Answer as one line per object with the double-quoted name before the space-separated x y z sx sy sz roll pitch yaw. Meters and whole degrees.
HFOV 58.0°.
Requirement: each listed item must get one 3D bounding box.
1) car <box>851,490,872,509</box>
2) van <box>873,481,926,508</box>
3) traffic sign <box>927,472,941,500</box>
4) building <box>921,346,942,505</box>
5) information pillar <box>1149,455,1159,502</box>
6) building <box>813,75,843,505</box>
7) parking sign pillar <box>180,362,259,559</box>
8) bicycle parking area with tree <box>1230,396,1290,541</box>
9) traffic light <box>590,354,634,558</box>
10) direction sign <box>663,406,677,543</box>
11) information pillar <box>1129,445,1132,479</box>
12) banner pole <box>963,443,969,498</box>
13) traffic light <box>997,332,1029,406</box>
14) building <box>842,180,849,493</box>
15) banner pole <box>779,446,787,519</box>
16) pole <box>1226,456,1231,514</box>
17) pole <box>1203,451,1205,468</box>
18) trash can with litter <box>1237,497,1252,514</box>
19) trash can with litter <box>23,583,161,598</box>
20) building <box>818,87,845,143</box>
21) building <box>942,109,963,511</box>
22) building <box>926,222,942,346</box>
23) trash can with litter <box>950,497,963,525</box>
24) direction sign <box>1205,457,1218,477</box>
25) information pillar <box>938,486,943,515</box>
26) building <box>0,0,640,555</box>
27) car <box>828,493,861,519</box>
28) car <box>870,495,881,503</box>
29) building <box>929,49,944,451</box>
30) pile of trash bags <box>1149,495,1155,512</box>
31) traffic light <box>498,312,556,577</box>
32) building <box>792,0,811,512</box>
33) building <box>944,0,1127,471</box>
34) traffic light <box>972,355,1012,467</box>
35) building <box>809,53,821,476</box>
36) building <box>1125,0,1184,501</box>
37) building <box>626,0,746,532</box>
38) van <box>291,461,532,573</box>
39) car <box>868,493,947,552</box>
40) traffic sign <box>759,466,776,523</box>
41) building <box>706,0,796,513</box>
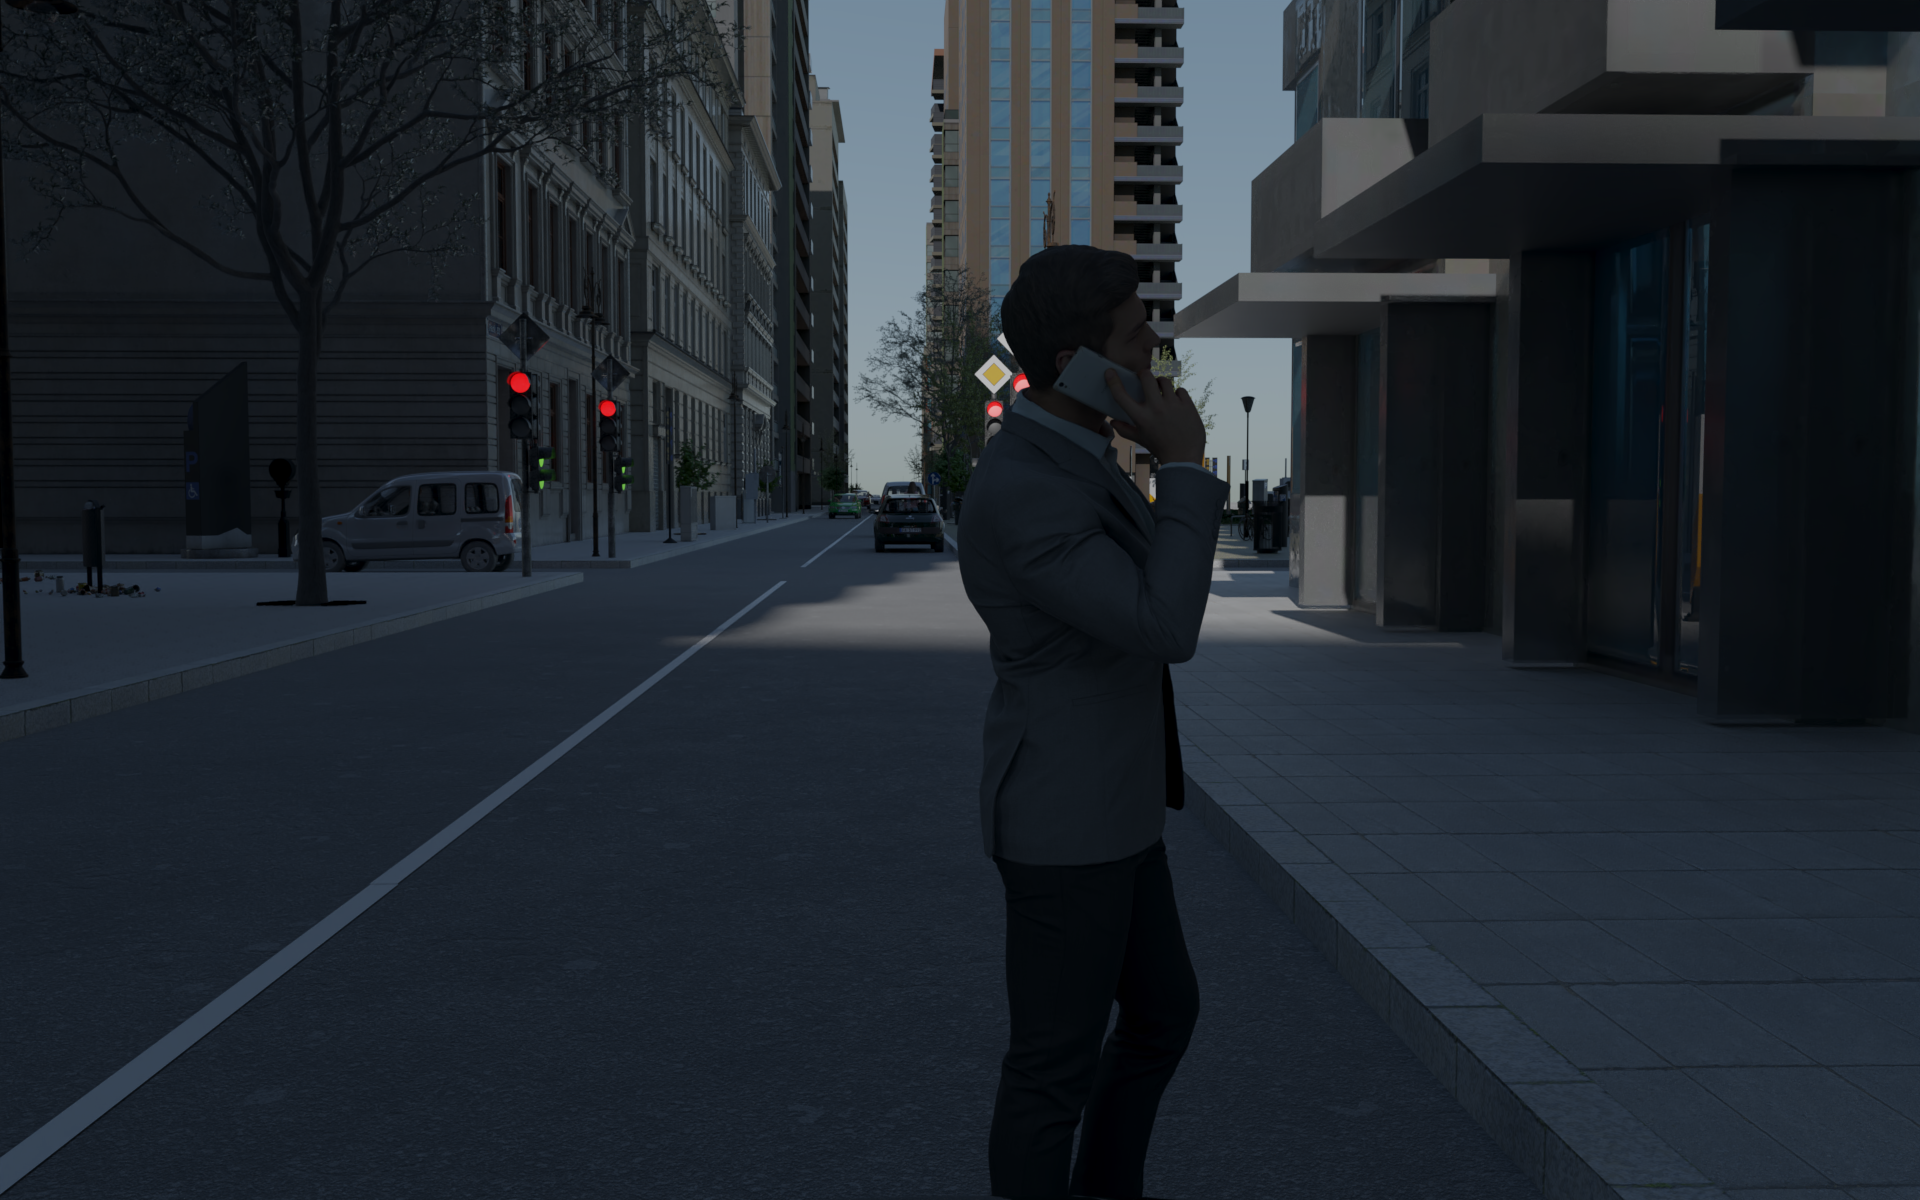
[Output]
"car" -9.528 -9.549 164.796 2.281 1.827 5.304 0 4 -2
"van" -1.916 -3.142 58.380 2.013 2.044 4.112 0 4 -3
"traffic sign" -1.503 -6.135 100.412 0.768 2.556 0.104 0 3 0
"building" 9.135 -22.788 217.630 27.650 21.520 28.899 0 4 -2
"information pillar" 10.259 -6.123 91.473 0.504 3.616 0.183 -1 4 -12
"building" -25.284 -35.504 204.193 21.300 48.544 21.600 0 4 -2
"parking sign pillar" -14.923 -2.833 34.797 1.447 3.967 1.447 1 4 23
"bicycle parking area with tree" 10.856 -3.841 49.811 8.231 4.147 9.016 3 5 40
"traffic light" -6.991 -2.804 34.764 0.839 4.253 0.868 0 4 -2
"direction sign" -7.585 -3.255 45.210 0.379 3.537 0.876 0 4 0
"information pillar" 8.188 -5.611 83.098 0.183 3.616 0.504 1 4 9
"banner pole" 0.287 -5.806 84.952 0.401 3.779 0.863 -1 4 -22
"traffic light" 0.945 -2.333 27.067 0.839 4.253 0.868 0 4 -2
"building" -27.333 -38.499 253.155 21.300 48.544 21.600 0 4 -2
"banner pole" -9.299 -6.121 90.102 0.401 3.779 0.863 1 4 14
"pole" 14.230 -5.990 91.776 0.158 3.312 0.155 0 3 0
"pole" 9.371 -4.469 66.917 0.158 3.312 0.155 0 3 0
"trash can with litter" 13.623 -4.464 84.381 1.055 1.170 0.624 -1 4 -21
"trash can with litter" -11.075 -0.677 22.121 1.678 1.210 2.233 -3 5 -40
"building" -29.780 -39.094 228.424 28.713 52.752 27.495 0 4 -2
"building" 5.586 -22.135 133.610 14.160 30.474 14.107 0 4 -2
"building" 1.845 -35.389 262.201 14.154 41.232 14.086 0 4 -2
"trash can with litter" 0.153 -3.668 71.351 1.055 1.170 0.624 -3 5 -42
"direction sign" 15.492 -7.035 107.016 0.876 3.537 0.379 -1 4 -18
"information pillar" -1.182 -6.375 108.722 0.304 2.012 0.304 -1 4 -12
"building" -15.397 -12.828 45.889 11.583 22.565 21.152 0 4 -2
"car" -6.713 -5.647 101.117 1.959 1.807 4.718 0 4 -1
"car" -11.999 -14.232 245.052 2.083 1.381 4.827 0 4 -1
"building" 8.171 -31.552 170.502 22.147 44.769 28.867 0 4 -2
"pile of trash bags" 6.560 -3.283 63.430 1.912 1.369 3.447 1 4 8
"traffic light" -6.711 -2.316 26.784 0.839 4.253 0.868 0 4 -2
"building" -22.818 -31.203 133.873 21.300 48.544 21.600 0 4 -2
"building" 5.719 -30.436 147.746 14.600 45.320 14.200 0 4 -2
"traffic light" 0.665 -2.821 35.047 0.839 4.253 0.868 0 4 -2
"building" -25.091 -33.038 159.774 23.786 49.044 30.456 0 4 -2
"building" 7.063 -28.649 118.523 14.600 45.320 14.200 0 4 -2
"building" -18.148 -14.561 71.355 16.112 22.955 30.059 0 4 -2
"van" -9.895 -1.484 31.280 4.112 2.044 2.013 0 4 -2
"car" -1.316 -2.088 43.924 2.009 1.686 4.222 0 4 -3
"traffic sign" -8.618 -4.731 77.451 0.768 2.556 0.104 0 4 -1
"building" -18.591 -26.457 116.167 14.154 41.232 14.086 0 4 -2
